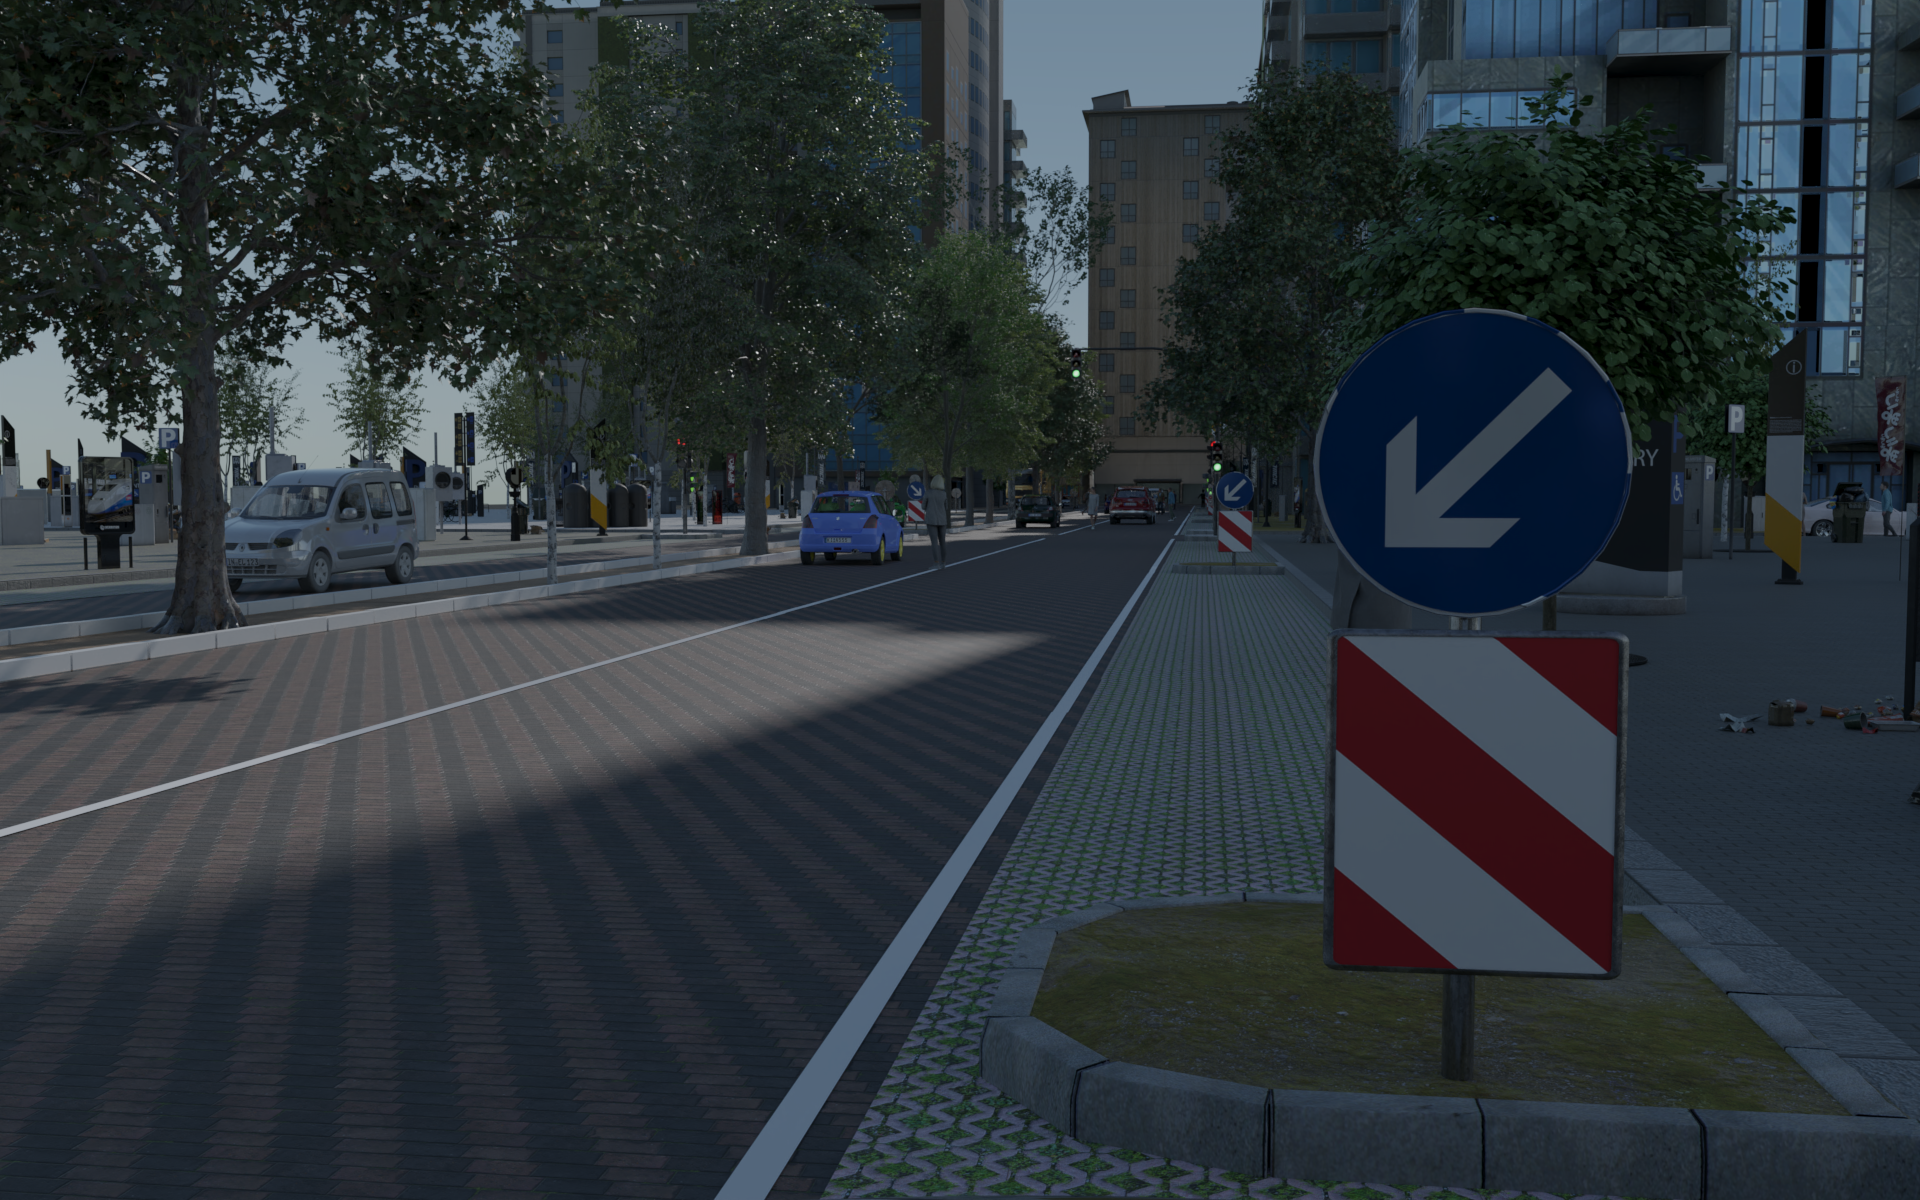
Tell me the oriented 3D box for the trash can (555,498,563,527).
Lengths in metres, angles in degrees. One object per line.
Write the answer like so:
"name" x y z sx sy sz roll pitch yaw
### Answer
"trash can" -15.664 -3.419 67.557 0.748 1.137 0.748 0 3 0

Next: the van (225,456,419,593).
"van" -9.877 -1.192 26.495 2.013 2.044 4.112 1 4 9

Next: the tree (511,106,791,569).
"tree" -5.763 -4.907 33.041 4.360 8.622 3.978 0 3 0

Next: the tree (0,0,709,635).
"tree" -7.842 -6.010 17.735 9.611 12.733 9.660 0 3 0

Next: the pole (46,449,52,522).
"pole" -41.640 -5.221 79.207 0.158 3.312 0.155 0 3 0

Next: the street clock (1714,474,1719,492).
"street clock" 18.749 -2.380 43.477 0.471 2.002 0.358 -1 4 -9

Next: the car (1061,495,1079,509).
"car" 10.852 -9.798 172.771 1.945 1.354 3.894 1 4 9

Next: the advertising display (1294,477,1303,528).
"advertising display" 12.770 -3.682 65.419 0.123 1.923 0.974 0 4 -2

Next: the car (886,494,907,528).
"car" -3.225 -3.597 67.603 1.959 1.807 4.718 0 4 8

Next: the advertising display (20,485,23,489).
"advertising display" -68.756 -7.420 126.528 0.123 1.923 0.974 0 4 5

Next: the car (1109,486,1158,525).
"car" 8.315 -4.554 83.131 2.281 1.827 5.304 1 4 9

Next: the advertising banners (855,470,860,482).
"advertising banners" -8.069 -7.904 125.417 2.074 3.025 0.090 1 4 17

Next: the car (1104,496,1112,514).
"car" 11.463 -6.944 126.109 1.945 1.354 3.894 1 4 9

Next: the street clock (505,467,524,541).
"street clock" -12.114 -2.604 47.141 0.358 2.002 0.471 3 4 37

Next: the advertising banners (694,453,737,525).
"advertising banners" -10.279 -4.703 73.086 2.074 3.025 0.090 -3 4 -38

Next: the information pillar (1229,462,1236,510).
"information pillar" 19.237 -8.003 122.205 0.504 3.616 0.183 0 4 7

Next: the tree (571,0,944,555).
"tree" -4.818 -8.025 40.324 9.857 13.997 8.962 0 3 0

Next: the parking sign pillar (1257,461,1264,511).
"parking sign pillar" 23.201 -8.910 134.157 1.447 3.967 1.447 1 4 18

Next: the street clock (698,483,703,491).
"street clock" -17.347 -6.797 115.701 0.358 2.002 0.471 -2 4 -28

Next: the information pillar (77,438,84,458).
"information pillar" -36.971 -4.987 72.888 0.183 3.616 0.504 -1 4 -10

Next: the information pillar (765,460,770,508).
"information pillar" -11.582 -6.835 103.111 0.504 3.616 0.183 0 4 -5

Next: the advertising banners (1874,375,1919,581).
"advertising banners" 14.113 -1.765 25.039 0.090 3.025 2.074 -2 4 -25

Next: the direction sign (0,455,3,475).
"direction sign" -55.586 -6.646 100.660 0.876 3.537 0.379 -1 4 -17

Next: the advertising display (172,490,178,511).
"advertising display" -50.131 -6.446 110.608 0.123 1.923 0.974 0 4 -6

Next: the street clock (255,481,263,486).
"street clock" -40.275 -5.810 99.570 0.358 2.002 0.471 1 4 9

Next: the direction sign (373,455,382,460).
"direction sign" -33.446 -6.573 99.472 0.379 3.537 0.876 2 4 32

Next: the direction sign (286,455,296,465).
"direction sign" -38.876 -6.636 100.497 0.379 3.537 0.876 2 4 35

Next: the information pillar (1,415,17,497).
"information pillar" -28.277 -3.679 51.513 0.183 3.616 0.504 1 4 10

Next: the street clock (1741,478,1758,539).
"street clock" 22.740 -2.770 49.861 0.358 2.002 0.471 -3 5 -43

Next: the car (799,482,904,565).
"car" -2.219 -1.632 36.267 1.945 1.707 3.694 0 4 7

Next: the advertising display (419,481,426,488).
"advertising display" -26.566 -4.978 86.611 0.974 1.923 0.123 0 4 2

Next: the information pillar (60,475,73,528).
"information pillar" -34.327 -3.794 66.521 0.304 2.012 0.304 3 5 43

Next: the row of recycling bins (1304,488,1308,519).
"row of recycling bins" 18.184 -4.895 87.140 1.069 1.692 3.534 0 4 -5

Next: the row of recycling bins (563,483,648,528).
"row of recycling bins" -13.598 -3.646 66.719 3.534 1.692 1.069 -3 5 -43

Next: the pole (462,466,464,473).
"pole" -32.337 -7.277 112.822 0.158 3.312 0.155 0 3 0

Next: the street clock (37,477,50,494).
"street clock" -39.298 -4.264 74.283 0.471 2.002 0.358 -2 4 -35

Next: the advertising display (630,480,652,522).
"advertising display" -14.698 -4.558 79.735 0.974 1.923 0.123 0 4 -8

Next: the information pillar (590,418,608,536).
"information pillar" -11.055 -3.771 53.011 0.504 3.616 0.183 -1 4 -16

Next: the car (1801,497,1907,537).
"car" 28.320 -2.587 54.660 4.827 1.381 2.083 0 4 6

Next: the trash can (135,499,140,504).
"trash can" -22.665 -2.200 47.630 0.748 1.137 0.748 0 3 0

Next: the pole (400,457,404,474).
"pole" -30.311 -6.134 94.140 0.158 3.312 0.155 0 3 0

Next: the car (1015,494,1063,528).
"car" 3.355 -3.936 74.141 2.009 1.686 4.222 0 4 7

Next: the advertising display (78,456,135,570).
"advertising display" -14.619 -1.498 29.699 0.123 1.923 0.974 2 4 29

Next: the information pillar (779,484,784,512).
"information pillar" -12.754 -7.297 123.802 0.304 2.012 0.304 -1 4 -20

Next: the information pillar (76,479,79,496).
"information pillar" -41.737 -4.753 82.203 0.304 2.012 0.304 -3 4 -36

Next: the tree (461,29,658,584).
"tree" -6.435 -4.529 26.869 4.737 8.622 4.395 0 3 0

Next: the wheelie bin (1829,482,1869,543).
"wheelie bin" 23.398 -2.300 45.508 0.980 1.594 0.693 0 4 -2

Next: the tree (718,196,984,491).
"tree" -3.357 -6.957 50.624 8.767 10.594 7.601 0 4 8

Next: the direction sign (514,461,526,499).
"direction sign" -29.954 -7.708 118.021 0.876 3.537 0.379 0 4 5

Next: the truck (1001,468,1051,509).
"truck" 5.257 -8.391 133.111 3.469 3.379 9.791 1 4 9

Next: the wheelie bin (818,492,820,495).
"wheelie bin" -10.128 -6.875 120.320 0.980 1.594 0.693 2 4 28

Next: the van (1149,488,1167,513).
"van" 14.623 -7.556 130.557 2.013 2.044 4.112 0 4 6

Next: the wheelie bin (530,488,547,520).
"wheelie bin" -20.891 -4.786 86.165 0.980 1.594 0.693 0 4 6

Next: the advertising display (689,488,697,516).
"advertising display" -15.935 -5.999 103.304 0.123 1.923 0.974 -2 4 -29

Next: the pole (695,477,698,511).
"pole" -20.249 -8.528 133.274 0.158 3.312 0.155 0 3 0

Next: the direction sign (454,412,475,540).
"direction sign" -13.742 -3.432 48.112 0.876 3.537 0.379 3 4 38

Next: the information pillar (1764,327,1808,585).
"information pillar" 11.715 -2.031 24.554 0.504 3.616 0.183 3 4 36

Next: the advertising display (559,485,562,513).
"advertising display" -26.474 -6.806 116.484 0.974 1.923 0.123 0 4 -5

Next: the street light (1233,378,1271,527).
"street light" 11.438 -5.811 67.556 1.470 5.913 1.316 0 4 8
